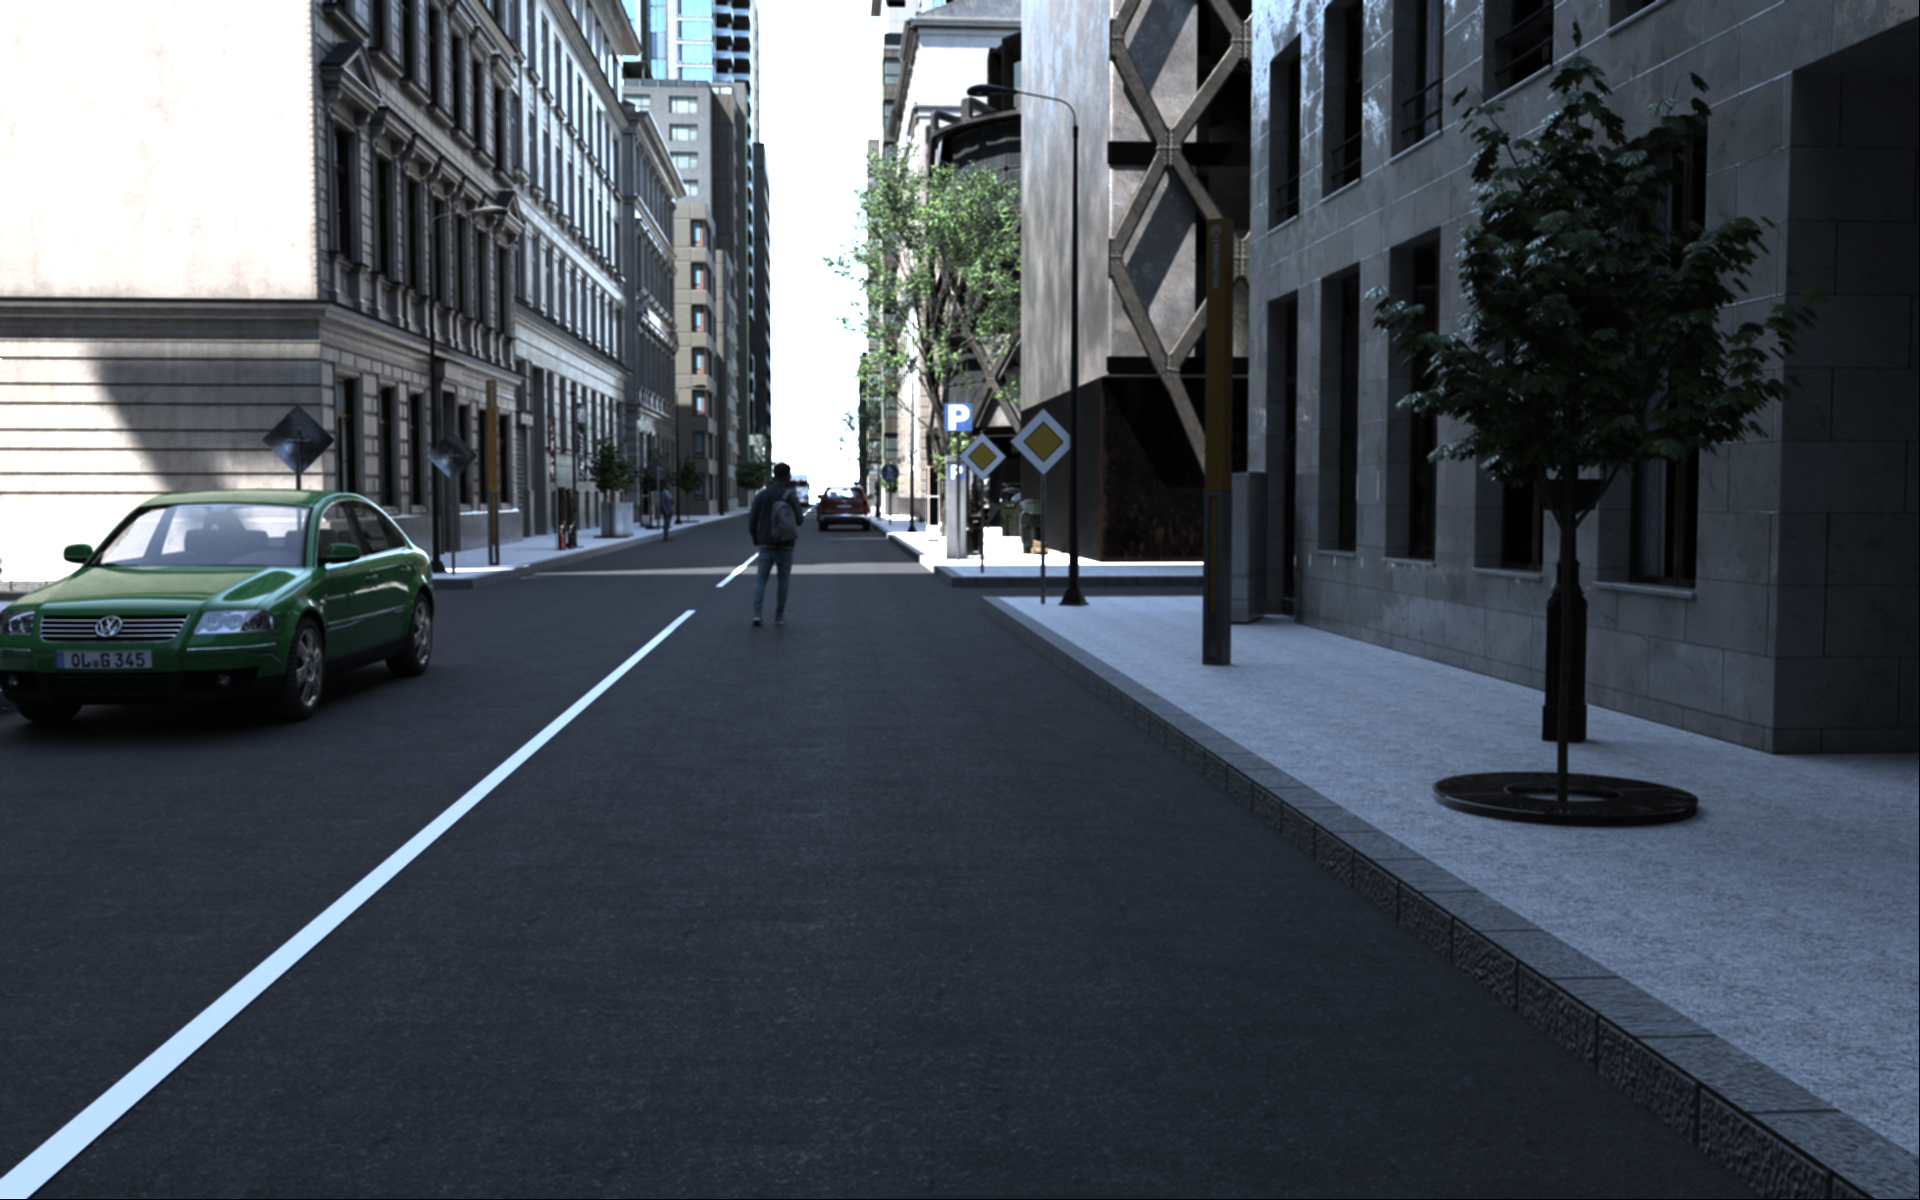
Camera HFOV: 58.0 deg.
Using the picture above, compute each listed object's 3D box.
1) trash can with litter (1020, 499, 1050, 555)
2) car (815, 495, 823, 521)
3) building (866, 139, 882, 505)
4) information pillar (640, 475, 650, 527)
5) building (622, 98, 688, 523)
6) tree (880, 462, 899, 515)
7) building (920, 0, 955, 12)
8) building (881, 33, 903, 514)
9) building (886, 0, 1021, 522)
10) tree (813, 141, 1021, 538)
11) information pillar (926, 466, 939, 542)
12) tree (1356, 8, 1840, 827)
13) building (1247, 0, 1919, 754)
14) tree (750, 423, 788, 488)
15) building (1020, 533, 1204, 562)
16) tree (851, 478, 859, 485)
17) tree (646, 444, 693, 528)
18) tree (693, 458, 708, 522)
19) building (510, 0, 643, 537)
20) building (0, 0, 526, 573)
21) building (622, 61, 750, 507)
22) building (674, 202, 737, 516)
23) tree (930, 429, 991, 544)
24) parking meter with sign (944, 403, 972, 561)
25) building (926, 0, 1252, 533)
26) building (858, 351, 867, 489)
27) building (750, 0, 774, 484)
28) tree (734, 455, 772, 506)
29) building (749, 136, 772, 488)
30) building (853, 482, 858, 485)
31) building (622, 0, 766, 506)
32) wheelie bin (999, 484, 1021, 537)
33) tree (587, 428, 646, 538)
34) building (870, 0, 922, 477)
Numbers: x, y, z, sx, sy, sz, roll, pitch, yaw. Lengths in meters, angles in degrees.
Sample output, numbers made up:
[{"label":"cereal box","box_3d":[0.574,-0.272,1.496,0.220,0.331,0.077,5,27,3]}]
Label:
[{"label":"trash can with litter","box_3d":[1.669,-1.558,36.855,0.624,1.170,1.055,-1,4,-16]},{"label":"car","box_3d":[-6.797,-5.090,93.014,2.009,1.686,4.222,0,4,-3]},{"label":"building","box_3d":[-3.911,-31.744,202.616,14.154,41.232,14.086,0,4,-4]},{"label":"information pillar","box_3d":[-12.391,-3.886,68.035,0.304,2.012,0.304,-2,4,-27]},{"label":"building","box_3d":[-20.252,-15.324,86.711,11.583,22.565,21.152,0,4,-4]},{"label":"tree","box_3d":[-4.221,-6.745,104.884,1.663,3.219,1.824,0,3,0]},{"label":"building","box_3d":[5.745,-50.258,134.389,22.319,86.520,31.000,0,4,-4]},{"label":"building","box_3d":[1.838,-20.879,113.079,14.160,30.474,14.107,0,4,-4]},{"label":"building","box_3d":[2.821,-17.936,90.521,12.463,27.353,25.104,0,4,-4]},{"label":"tree","box_3d":[-0.505,-7.689,51.476,9.928,11.665,9.643,0,3,0]},{"label":"information pillar","box_3d":[-0.719,-2.538,45.996,0.304,2.012,0.304,-1,4,-12]},{"label":"tree","box_3d":[2.369,-0.760,7.034,1.663,3.219,1.824,0,3,0]},{"label":"building","box_3d":[8.995,-9.537,10.678,10.420,20.320,16.860,0,4,-4]},{"label":"tree","box_3d":[-19.781,-13.946,178.383,4.360,8.622,3.978,0,3,0]},{"label":"building","box_3d":[10.569,-10.410,37.657,16.811,18.784,16.820,0,4,-4]},{"label":"tree","box_3d":[-12.416,-12.894,205.412,1.663,3.219,1.824,0,3,0]},{"label":"tree","box_3d":[-11.430,-4.377,66.164,1.663,3.219,1.824,0,3,0]},{"label":"tree","box_3d":[-12.254,-5.150,78.802,1.663,3.219,1.824,0,3,0]},{"label":"building","box_3d":[-20.814,-13.929,61.027,16.112,22.955,30.059,0,4,-4]},{"label":"building","box_3d":[-15.789,-10.528,36.754,10.561,19.102,19.286,0,4,-4]},{"label":"building","box_3d":[-27.676,-29.542,166.609,14.154,41.232,14.086,0,4,-4]},{"label":"building","box_3d":[-29.888,-16.587,116.243,27.650,21.520,28.899,0,4,-4]},{"label":"tree","box_3d":[-0.026,-3.034,44.209,1.663,3.219,1.824,0,3,0]},{"label":"parking meter with sign","box_3d":[-0.054,-2.317,34.138,0.543,3.016,1.738,0,4,-1]},{"label":"building","box_3d":[6.975,-12.382,69.890,16.820,18.784,16.811,0,4,-4]},{"label":"building","box_3d":[0.847,-23.260,225.344,27.650,21.520,28.899,0,4,-4]},{"label":"building","box_3d":[-36.596,-49.492,247.445,20.563,71.187,20.611,0,4,-4]},{"label":"tree","box_3d":[-17.444,-9.894,145.481,4.285,4.588,4.351,0,3,0]},{"label":"building","box_3d":[-35.752,-36.880,226.694,21.300,48.544,21.600,0,4,-4]},{"label":"building","box_3d":[0.643,-34.211,251.230,32.217,40.220,23.993,0,4,-4]},{"label":"building","box_3d":[-33.597,-54.232,199.372,22.319,86.520,31.000,0,4,-4]},{"label":"wheelie bin","box_3d":[1.607,-2.697,52.002,0.980,1.594,0.693,1,4,21]},{"label":"tree","box_3d":[-10.238,-3.439,50.834,1.663,3.219,1.824,0,3,0]},{"label":"building","box_3d":[6.208,-35.198,164.732,28.713,52.752,27.495,0,4,-4]}]
